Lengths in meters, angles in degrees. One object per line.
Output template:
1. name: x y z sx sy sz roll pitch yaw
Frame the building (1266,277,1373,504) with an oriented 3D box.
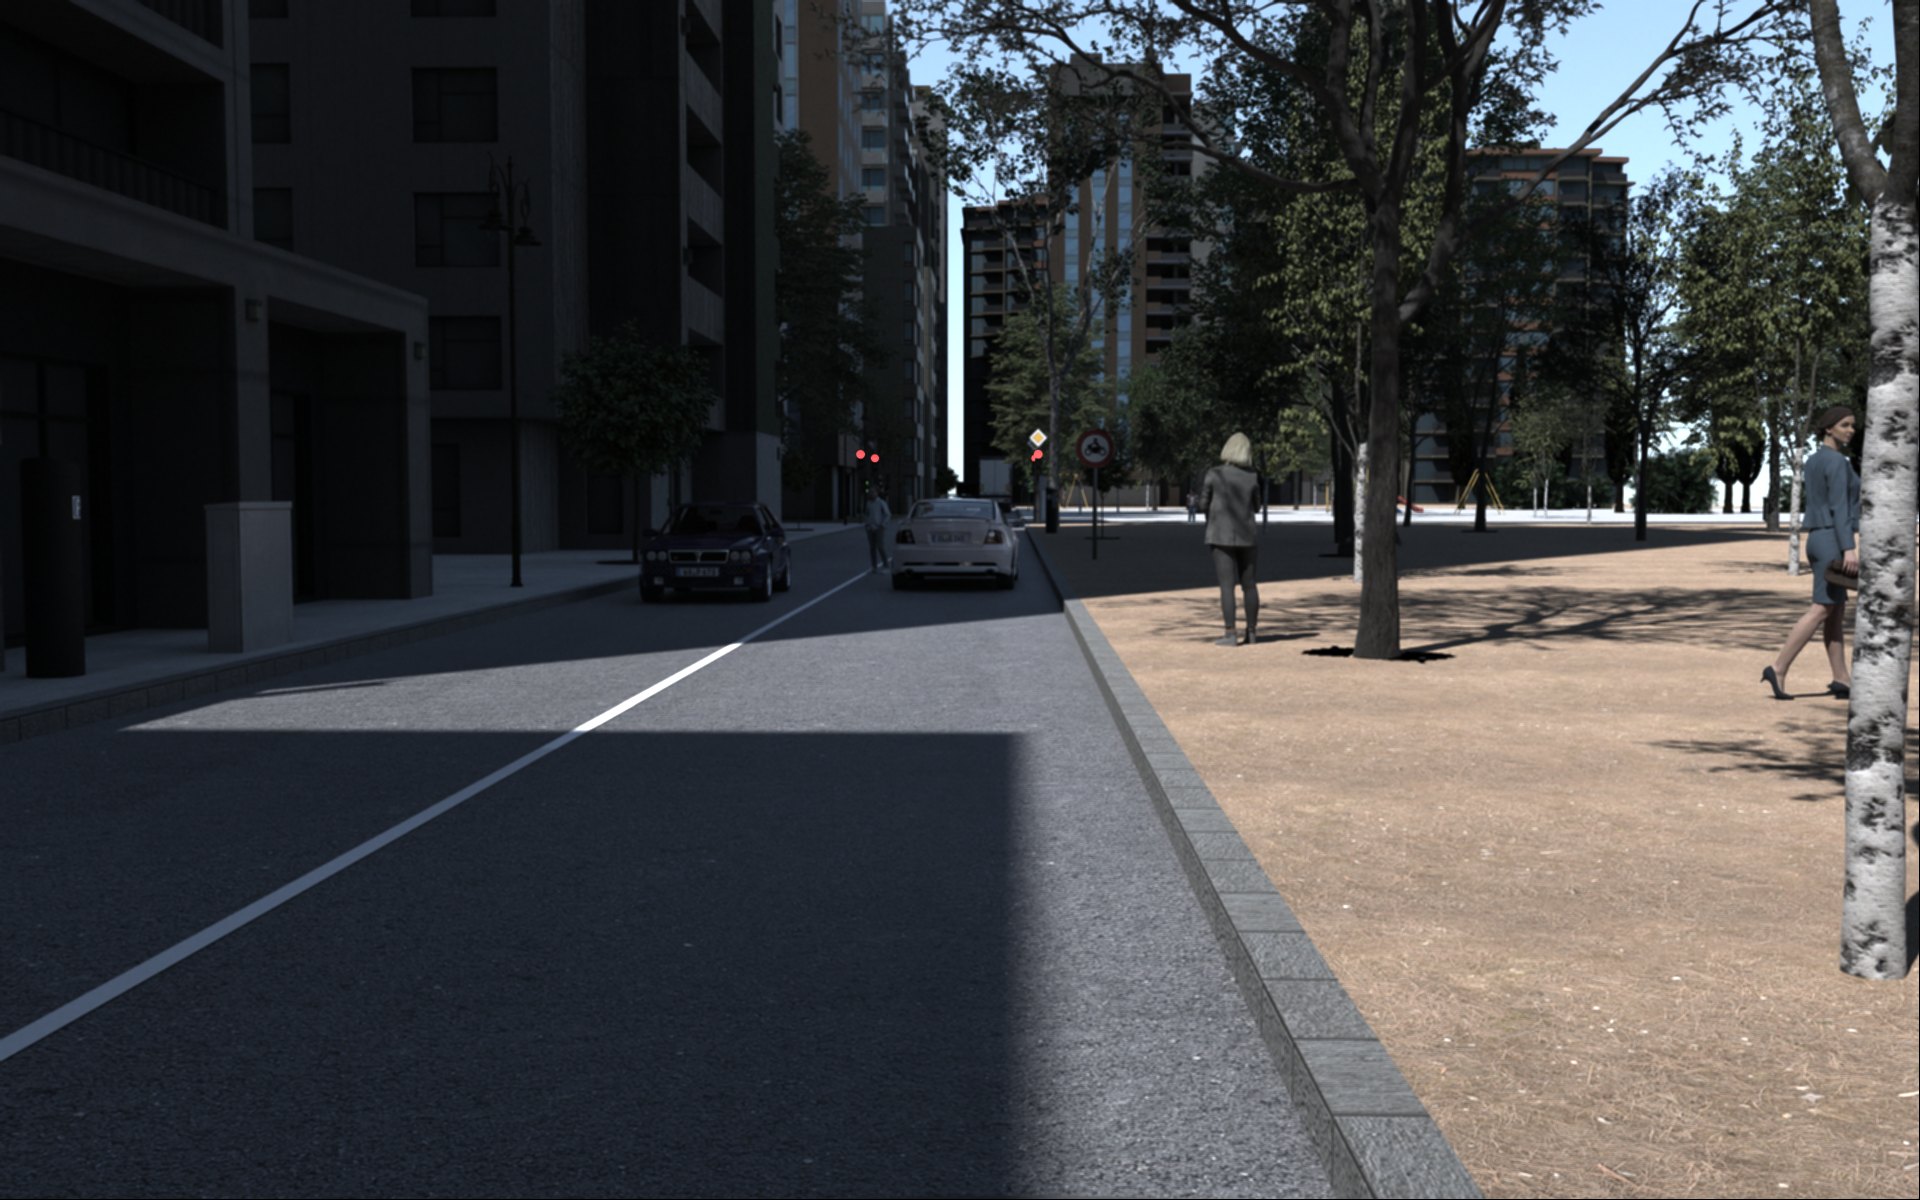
1. building: 47.230 -27.599 222.949 14.107 30.474 14.160 0 4 2

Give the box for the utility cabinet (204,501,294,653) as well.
1. utility cabinet: -5.912 -0.200 14.425 0.306 1.237 1.020 0 4 2

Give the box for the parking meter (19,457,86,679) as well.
1. parking meter: -6.379 -0.230 12.176 0.372 1.533 0.369 0 3 0

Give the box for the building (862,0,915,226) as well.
1. building: -16.020 -33.840 172.896 23.786 49.044 30.456 0 4 2

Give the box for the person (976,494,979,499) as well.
1. person: 2.265 -13.385 230.598 0.557 1.426 1.065 2 4 33

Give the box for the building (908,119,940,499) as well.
1. building: -13.526 -36.527 220.913 21.600 48.544 21.300 0 4 2

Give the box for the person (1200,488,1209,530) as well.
1. person: 7.418 -2.749 51.194 0.606 1.804 0.583 0 4 -4

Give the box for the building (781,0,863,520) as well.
1. building: -12.593 -26.919 90.240 14.600 45.320 14.200 0 4 2

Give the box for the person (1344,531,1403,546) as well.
1. person: 6.998 -1.079 29.190 1.012 1.151 0.738 0 4 6

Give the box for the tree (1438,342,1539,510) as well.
1. tree: 48.272 -15.003 147.114 13.155 14.587 18.604 2 4 31

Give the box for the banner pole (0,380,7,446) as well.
1. banner pole: -6.208 -1.259 10.596 0.401 3.779 0.863 1 4 20

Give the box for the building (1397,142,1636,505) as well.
1. building: 69.191 -34.463 218.089 28.867 44.769 22.147 0 4 2

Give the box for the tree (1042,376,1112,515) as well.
1. tree: 7.350 -9.524 106.077 4.737 8.622 4.395 0 3 0

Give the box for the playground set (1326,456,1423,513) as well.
1. playground set: 28.073 -7.957 116.874 5.637 4.214 5.302 0 4 -3

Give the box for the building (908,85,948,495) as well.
1. building: -15.869 -43.503 253.277 28.212 58.520 21.231 0 4 2

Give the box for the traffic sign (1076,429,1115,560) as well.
1. traffic sign: 2.641 -2.066 33.881 0.768 2.556 0.104 0 4 3

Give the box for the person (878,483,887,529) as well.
1. person: -3.131 -3.684 68.511 0.755 1.850 0.659 -3 5 -42

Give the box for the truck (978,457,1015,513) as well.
1. truck: 2.832 -8.976 135.665 2.839 4.237 11.283 0 4 2

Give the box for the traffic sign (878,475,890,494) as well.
1. traffic sign: -3.998 -5.446 91.166 0.606 2.300 0.079 0 4 6

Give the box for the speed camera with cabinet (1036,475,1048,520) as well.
1. speed camera with cabinet: 4.098 -5.541 84.938 0.660 3.252 2.038 0 4 -6

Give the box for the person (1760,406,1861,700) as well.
1. person: 5.362 -0.288 10.783 0.654 1.822 0.581 2 4 23

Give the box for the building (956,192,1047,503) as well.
1. building: 13.023 -36.660 254.007 28.867 44.769 22.147 0 4 2

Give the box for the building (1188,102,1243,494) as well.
1. building: 22.232 -36.376 214.359 23.786 49.044 30.456 0 4 2

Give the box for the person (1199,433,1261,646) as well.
1. person: 2.296 -0.523 14.779 0.537 1.800 0.526 0 4 2

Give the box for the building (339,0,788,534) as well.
1. building: -14.099 -18.048 66.791 14.107 30.474 14.160 0 4 2

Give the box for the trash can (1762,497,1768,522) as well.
1. trash can: 37.787 -4.228 80.774 0.748 1.137 0.748 0 3 0

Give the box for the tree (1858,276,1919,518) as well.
1. tree: 54.230 -11.611 91.666 13.155 14.587 18.604 3 5 44

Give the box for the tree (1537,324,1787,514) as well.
1. tree: 51.052 -13.152 116.858 18.604 14.587 13.155 -2 4 -27

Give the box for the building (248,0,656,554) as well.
1. building: -12.313 -16.527 41.923 14.160 30.474 14.107 0 4 2

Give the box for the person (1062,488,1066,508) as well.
1. person: 9.669 -9.441 160.398 0.705 1.824 1.348 1 4 12

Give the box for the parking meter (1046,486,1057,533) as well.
1. parking meter: 2.996 -2.957 56.751 0.372 1.533 0.369 0 3 0

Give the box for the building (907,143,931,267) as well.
1. building: -10.605 -31.350 196.162 14.154 41.232 14.086 0 4 2

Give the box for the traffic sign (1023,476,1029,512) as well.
1. traffic sign: 5.007 -7.733 126.434 0.884 2.594 0.081 1 4 10

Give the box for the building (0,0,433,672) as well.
1. building: -16.970 -35.302 15.439 20.563 71.187 20.611 0 4 2

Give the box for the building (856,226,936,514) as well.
1. building: -16.172 -17.224 126.650 27.650 21.520 28.899 0 4 2

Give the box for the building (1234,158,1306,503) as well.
1. building: 38.217 -38.435 252.110 21.600 48.544 21.300 0 4 2

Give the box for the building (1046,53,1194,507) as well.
1. building: 15.920 -32.256 177.490 14.600 45.320 14.200 0 4 2

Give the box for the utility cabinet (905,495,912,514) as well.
1. utility cabinet: -3.297 -6.127 111.345 0.306 1.237 1.020 -1 4 -11

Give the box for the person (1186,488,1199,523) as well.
1. person: 10.604 -4.263 79.042 0.563 1.720 0.643 1 4 16

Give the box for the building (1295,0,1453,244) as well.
1. building: 59.967 -49.671 250.378 20.611 71.187 20.563 0 4 2

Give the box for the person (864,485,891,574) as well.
1. person: -1.525 -1.282 31.269 0.589 1.601 0.330 3 5 44
